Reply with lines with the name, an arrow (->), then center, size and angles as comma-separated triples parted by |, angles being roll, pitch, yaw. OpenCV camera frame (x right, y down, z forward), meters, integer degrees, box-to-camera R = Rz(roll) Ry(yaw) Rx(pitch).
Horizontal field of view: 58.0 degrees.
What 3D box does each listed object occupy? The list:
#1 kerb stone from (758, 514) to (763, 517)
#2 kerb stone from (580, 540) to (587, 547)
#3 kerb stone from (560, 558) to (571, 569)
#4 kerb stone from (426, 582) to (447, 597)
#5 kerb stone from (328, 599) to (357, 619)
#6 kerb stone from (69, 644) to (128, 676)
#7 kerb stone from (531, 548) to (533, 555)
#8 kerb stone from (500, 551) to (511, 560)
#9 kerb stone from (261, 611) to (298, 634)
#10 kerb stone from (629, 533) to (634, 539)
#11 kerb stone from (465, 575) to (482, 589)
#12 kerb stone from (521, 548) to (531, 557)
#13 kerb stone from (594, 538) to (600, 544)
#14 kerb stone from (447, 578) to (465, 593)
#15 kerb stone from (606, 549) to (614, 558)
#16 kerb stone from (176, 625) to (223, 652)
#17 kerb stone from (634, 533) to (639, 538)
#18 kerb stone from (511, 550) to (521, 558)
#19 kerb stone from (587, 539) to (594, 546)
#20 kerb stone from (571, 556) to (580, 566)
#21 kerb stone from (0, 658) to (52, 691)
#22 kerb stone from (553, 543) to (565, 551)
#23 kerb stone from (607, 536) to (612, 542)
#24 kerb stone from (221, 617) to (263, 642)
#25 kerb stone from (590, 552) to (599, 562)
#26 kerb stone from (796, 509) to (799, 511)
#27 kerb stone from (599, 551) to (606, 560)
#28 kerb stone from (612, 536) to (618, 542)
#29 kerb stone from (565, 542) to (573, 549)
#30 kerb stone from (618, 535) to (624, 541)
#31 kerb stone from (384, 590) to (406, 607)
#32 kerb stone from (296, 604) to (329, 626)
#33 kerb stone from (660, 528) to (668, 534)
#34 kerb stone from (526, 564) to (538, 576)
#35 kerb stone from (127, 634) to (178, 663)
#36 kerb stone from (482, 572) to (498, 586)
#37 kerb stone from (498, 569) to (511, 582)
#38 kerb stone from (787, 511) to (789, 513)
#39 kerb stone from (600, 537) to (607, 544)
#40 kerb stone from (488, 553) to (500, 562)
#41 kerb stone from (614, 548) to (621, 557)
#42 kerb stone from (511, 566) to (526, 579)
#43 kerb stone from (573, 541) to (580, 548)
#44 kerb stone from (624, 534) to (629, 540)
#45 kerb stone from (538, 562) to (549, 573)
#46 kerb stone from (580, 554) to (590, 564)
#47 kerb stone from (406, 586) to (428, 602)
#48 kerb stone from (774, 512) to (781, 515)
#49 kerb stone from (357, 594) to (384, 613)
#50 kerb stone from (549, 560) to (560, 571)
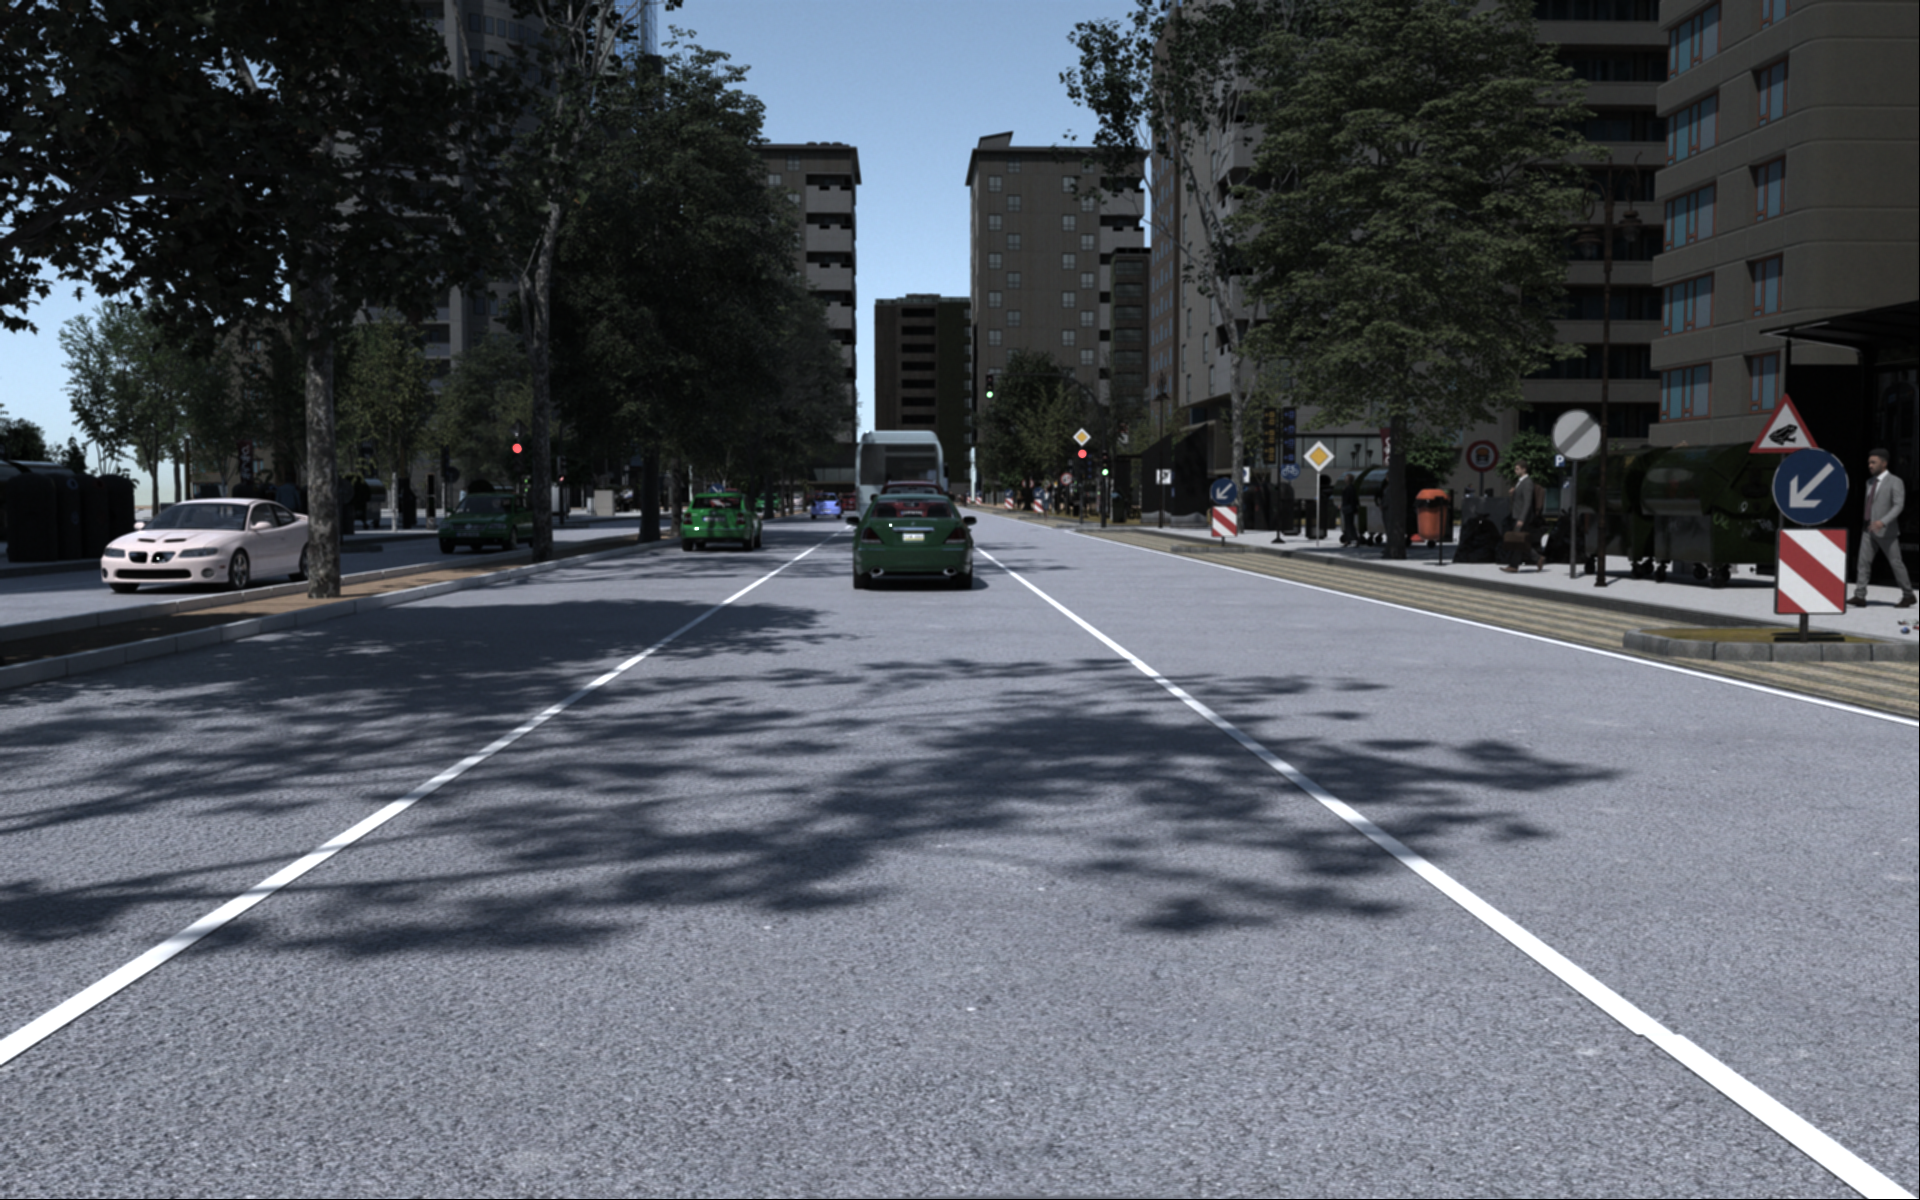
kerb stone -> -12.415, -5.303, 108.904 | 0.120, 0.150, 1.000 | 0, 4, -2
kerb stone -> -10.303, -1.504, 46.838 | 0.120, 0.150, 1.000 | 0, 4, -2
kerb stone -> -7.746, -0.696, 33.579 | 0.120, 0.150, 1.000 | 0, 4, -2
kerb stone -> -7.438, -0.132, 24.358 | 0.120, 0.150, 1.000 | 0, 4, -2
kerb stone -> -7.305, 0.118, 20.270 | 0.120, 0.150, 1.000 | 0, 4, -2
kerb stone -> -7.092, 0.498, 14.121 | 0.120, 0.150, 1.000 | 0, 4, -2
kerb stone -> -10.092, -1.131, 40.693 | 0.120, 0.150, 1.000 | 0, 4, -2
kerb stone -> -9.993, -0.942, 37.624 | 0.120, 0.150, 1.000 | 0, 4, -2
kerb stone -> -7.231, 0.244, 18.224 | 0.120, 0.150, 1.000 | 0, 4, -2
kerb stone -> -10.582, -2.010, 55.056 | 0.120, 0.150, 1.000 | 0, 4, -2
kerb stone -> -7.508, -0.254, 26.401 | 0.120, 0.150, 1.000 | 0, 4, -2
kerb stone -> -10.059, -1.069, 39.671 | 0.120, 0.150, 1.000 | 0, 4, -2
kerb stone -> -10.375, -1.630, 48.891 | 0.120, 0.150, 1.000 | 0, 4, -2
kerb stone -> -7.474, -0.191, 25.380 | 0.120, 0.150, 1.000 | 0, 4, -2
kerb stone -> -7.936, -1.010, 38.703 | 0.120, 0.150, 1.000 | 0, 4, -2
kerb stone -> -7.161, 0.373, 16.171 | 0.120, 0.150, 1.000 | 0, 4, -2
kerb stone -> -10.616, -2.073, 56.084 | 0.120, 0.150, 1.000 | 0, 4, -2
kerb stone -> -10.025, -1.006, 38.650 | 0.120, 0.150, 1.000 | 0, 4, -2
kerb stone -> -10.338, -1.570, 47.863 | 0.120, 0.150, 1.000 | 0, 4, -2
kerb stone -> -7.788, -0.759, 34.601 | 0.120, 0.150, 1.000 | 0, 4, -2
kerb stone -> -7.062, 0.556, 13.100 | 0.120, 0.150, 1.000 | 0, 4, -2
kerb stone -> -10.203, -1.319, 43.764 | 0.120, 0.150, 1.000 | 0, 4, -2
kerb stone -> -10.445, -1.759, 50.953 | 0.120, 0.150, 1.000 | 0, 4, -2
kerb stone -> -7.198, 0.305, 17.202 | 0.120, 0.150, 1.000 | 0, 4, -2
kerb stone -> -7.853, -0.884, 36.656 | 0.120, 0.150, 1.000 | 0, 4, -2
kerb stone -> -13.673, -7.557, 145.797 | 0.120, 0.150, 1.000 | 0, 4, -2
kerb stone -> -7.898, -0.947, 37.681 | 0.120, 0.150, 1.000 | 0, 4, -2
kerb stone -> -10.485, -1.820, 51.979 | 0.120, 0.150, 1.000 | 0, 4, -2
kerb stone -> -10.230, -1.381, 44.786 | 0.120, 0.150, 1.000 | 0, 4, -2
kerb stone -> -10.512, -1.881, 53.010 | 0.120, 0.150, 1.000 | 0, 4, -2
kerb stone -> -7.372, -0.007, 22.315 | 0.120, 0.150, 1.000 | 0, 4, -2
kerb stone -> -7.262, 0.180, 19.245 | 0.120, 0.150, 1.000 | 0, 4, -2
kerb stone -> -10.902, -2.567, 64.272 | 0.120, 0.150, 1.000 | 0, 4, -2
kerb stone -> -7.649, -0.507, 30.501 | 0.120, 0.150, 1.000 | 0, 4, -2
kerb stone -> -7.130, 0.436, 15.147 | 0.120, 0.150, 1.000 | 0, 4, -2
kerb stone -> -7.542, -0.318, 27.424 | 0.120, 0.150, 1.000 | 0, 4, -2
kerb stone -> -7.586, -0.382, 28.445 | 0.120, 0.150, 1.000 | 0, 4, -2
kerb stone -> -13.285, -6.871, 134.539 | 0.120, 0.150, 1.000 | 0, 4, -2
kerb stone -> -10.408, -1.696, 49.928 | 0.120, 0.150, 1.000 | 0, 4, -2
kerb stone -> -9.957, -0.874, 36.603 | 0.120, 0.150, 1.000 | 0, 4, -2
kerb stone -> -7.965, -1.072, 39.724 | 0.120, 0.150, 1.000 | 0, 4, -2
kerb stone -> -7.608, -0.445, 29.480 | 0.120, 0.150, 1.000 | 0, 4, -2
kerb stone -> -10.273, -1.445, 45.816 | 0.120, 0.150, 1.000 | 0, 4, -2
kerb stone -> -10.545, -1.943, 54.032 | 0.120, 0.150, 1.000 | 0, 4, -2
kerb stone -> -7.686, -0.570, 31.522 | 0.120, 0.150, 1.000 | 0, 4, -2
kerb stone -> -7.819, -0.821, 35.623 | 0.120, 0.150, 1.000 | 0, 4, -2
kerb stone -> -7.407, -0.066, 23.337 | 0.120, 0.150, 1.000 | 0, 4, -2
kerb stone -> -12.870, -6.118, 122.230 | 0.120, 0.150, 1.000 | 0, 4, -2
kerb stone -> -7.329, 0.055, 21.294 | 0.120, 0.150, 1.000 | 0, 4, -2
kerb stone -> -7.722, -0.634, 32.558 | 0.120, 0.150, 1.000 | 0, 4, -2
